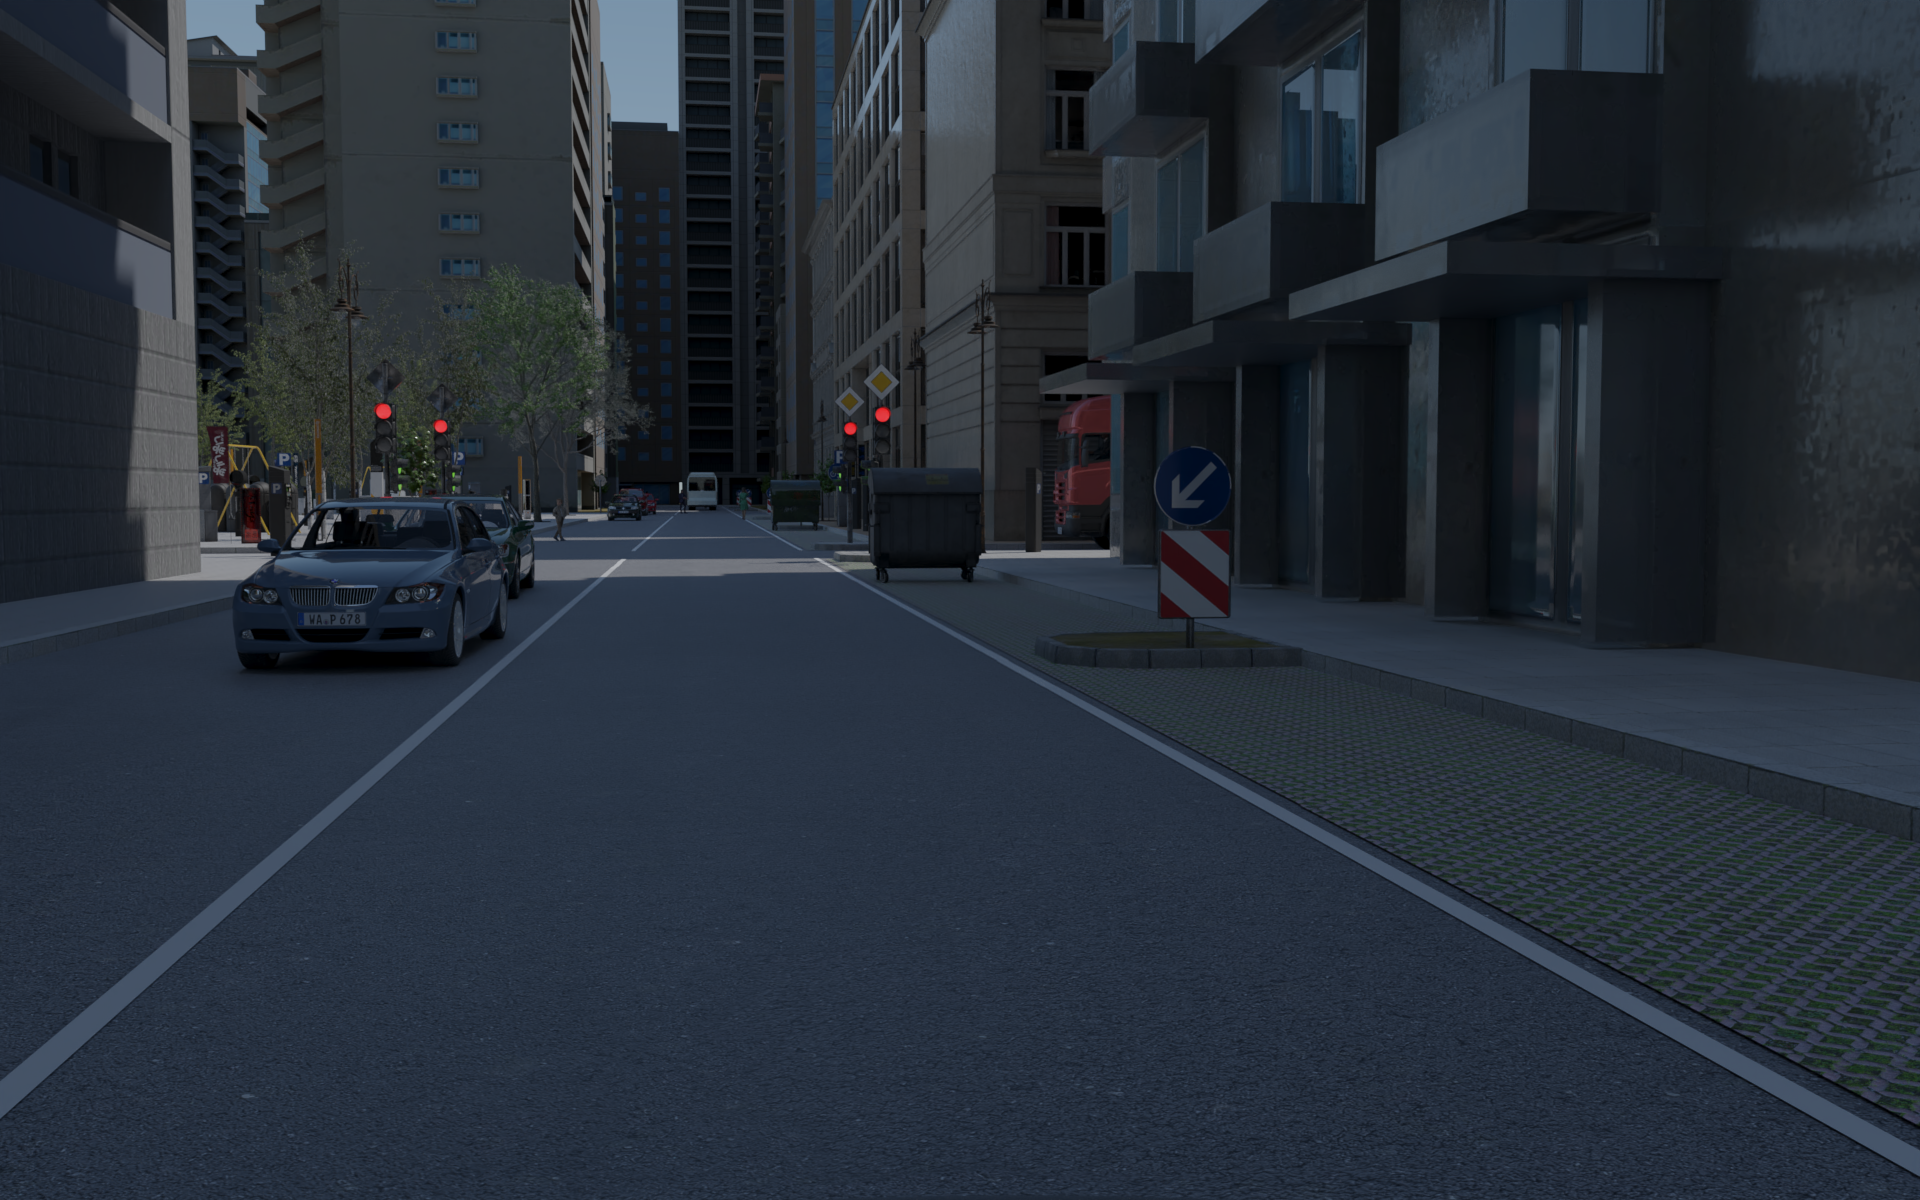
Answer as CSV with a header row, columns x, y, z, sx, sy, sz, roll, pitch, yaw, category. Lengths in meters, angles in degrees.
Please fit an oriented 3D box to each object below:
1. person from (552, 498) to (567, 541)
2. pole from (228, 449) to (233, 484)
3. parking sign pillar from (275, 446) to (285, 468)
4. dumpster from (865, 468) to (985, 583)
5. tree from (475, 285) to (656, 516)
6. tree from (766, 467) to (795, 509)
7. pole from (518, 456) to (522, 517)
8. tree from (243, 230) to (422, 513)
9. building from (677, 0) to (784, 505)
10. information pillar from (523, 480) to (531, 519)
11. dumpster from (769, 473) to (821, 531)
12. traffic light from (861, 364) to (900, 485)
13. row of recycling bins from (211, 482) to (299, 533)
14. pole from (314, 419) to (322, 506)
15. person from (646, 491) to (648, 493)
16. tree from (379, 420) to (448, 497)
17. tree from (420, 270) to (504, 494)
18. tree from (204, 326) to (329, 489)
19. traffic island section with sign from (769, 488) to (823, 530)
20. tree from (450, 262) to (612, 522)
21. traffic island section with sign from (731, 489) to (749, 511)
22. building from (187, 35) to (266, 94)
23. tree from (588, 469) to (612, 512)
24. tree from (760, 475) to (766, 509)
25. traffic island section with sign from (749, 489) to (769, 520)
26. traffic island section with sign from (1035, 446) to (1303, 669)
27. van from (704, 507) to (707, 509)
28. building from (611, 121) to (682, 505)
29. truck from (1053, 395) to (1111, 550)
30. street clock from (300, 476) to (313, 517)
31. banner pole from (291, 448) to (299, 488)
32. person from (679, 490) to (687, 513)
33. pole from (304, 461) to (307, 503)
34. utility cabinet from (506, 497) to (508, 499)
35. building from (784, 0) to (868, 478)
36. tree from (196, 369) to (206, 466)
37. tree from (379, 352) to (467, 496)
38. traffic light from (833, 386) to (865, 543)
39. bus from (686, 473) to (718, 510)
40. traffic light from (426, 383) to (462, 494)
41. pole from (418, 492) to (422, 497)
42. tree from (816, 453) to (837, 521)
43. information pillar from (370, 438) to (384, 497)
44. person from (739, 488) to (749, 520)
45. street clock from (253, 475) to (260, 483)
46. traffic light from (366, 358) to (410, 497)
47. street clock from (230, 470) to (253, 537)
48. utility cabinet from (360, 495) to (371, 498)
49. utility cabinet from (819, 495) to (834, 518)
x,y,z,sx,sy,sz,roll,pitch,yaw,category
-12.203,-2.451,52.852,0.640,1.303,0.475,3,4,36,person
-33.135,-5.194,78.763,0.158,3.312,0.155,0,3,0,pole
-38.169,-6.650,97.198,1.447,3.967,1.447,-1,4,-12,parking sign pillar
-0.588,-1.227,28.272,1.865,1.857,1.264,0,4,-8,dumpster
-23.571,-11.769,102.800,12.009,13.543,11.850,0,3,0,tree
-12.289,-7.797,122.076,1.663,3.219,1.824,0,3,0,tree
-23.716,-6.089,93.403,0.158,3.312,0.155,0,3,0,pole
-17.967,-6.056,49.377,4.360,8.622,3.978,0,3,0,tree
-23.862,-47.337,212.219,20.611,71.187,20.563,-1,4,-9,building
-22.119,-5.136,88.462,0.304,2.012,0.304,-2,4,-33,information pillar
-6.440,-3.828,67.536,1.985,2.255,1.502,-1,4,-10,dumpster
-1.716,-2.967,37.438,0.839,4.253,0.868,-1,4,-9,traffic light
-23.821,-3.131,58.302,3.534,1.692,1.069,1,4,19,row of recycling bins
-17.509,-3.268,47.278,0.158,3.312,0.155,0,3,0,pole
-31.621,-10.177,175.583,0.721,1.739,1.217,1,4,11,person
-14.246,-3.114,45.515,1.663,3.219,1.824,0,3,0,tree
-16.883,-6.526,57.066,4.360,8.622,3.978,0,3,0,tree
-30.171,-7.737,76.856,4.737,8.622,4.395,0,3,0,tree
-6.582,-3.761,70.123,1.989,1.847,2.006,-1,4,-9,traffic island section with sign
-19.441,-9.355,78.711,9.928,11.665,9.643,0,3,0,tree
-18.046,-8.408,146.105,1.989,1.847,2.006,-1,4,-9,traffic island section with sign
-77.279,-37.939,209.533,27.495,52.752,28.713,-1,4,-9,building
-25.645,-7.934,124.318,1.663,3.219,1.824,0,3,0,tree
-16.597,-9.503,149.972,1.663,3.219,1.824,0,3,0,tree
-10.602,-5.391,96.778,1.989,1.847,2.006,-1,4,-9,traffic island section with sign
1.712,-0.395,15.094,1.989,1.847,2.006,-1,4,-9,traffic island section with sign
-26.124,-10.152,172.999,2.013,2.044,4.112,-1,4,-8,van
-40.681,-34.111,207.820,14.200,45.320,14.600,-1,4,-9,building
7.385,-3.328,43.332,11.283,4.237,2.839,0,4,-7,truck
-26.183,-3.966,69.422,0.471,2.002,0.358,1,4,22,street clock
-35.644,-6.286,92.786,0.401,3.779,0.863,1,4,9,banner pole
-20.383,-7.264,127.712,0.568,1.767,0.683,3,4,38,person
-39.954,-6.844,105.744,0.158,3.312,0.155,0,3,0,pole
-14.883,-2.723,55.686,0.306,1.237,1.020,1,4,12,utility cabinet
-5.939,-29.402,130.825,14.600,45.320,14.200,-1,4,-9,building
-43.189,-9.092,99.013,4.737,8.622,4.395,0,3,0,tree
-27.988,-8.525,89.751,4.737,8.622,4.395,0,3,0,tree
-2.906,-3.450,45.334,0.839,4.253,0.868,-1,4,-9,traffic light
-23.168,-9.839,155.721,2.948,3.499,13.247,-1,4,-8,bus
-13.051,-3.356,43.794,0.839,4.253,0.868,-1,4,-9,traffic light
-20.585,-4.415,66.022,0.158,3.312,0.155,0,3,0,pole
-6.084,-5.313,81.463,1.663,3.219,1.824,0,3,0,tree
-22.219,-4.568,66.042,0.504,3.616,0.183,1,4,9,information pillar
-12.059,-5.369,96.530,0.600,1.795,0.529,0,4,0,person
-27.006,-3.770,66.211,0.358,2.002,0.471,3,4,37,street clock
-11.860,-2.873,35.898,0.839,4.253,0.868,-1,4,-9,traffic light
-21.717,-2.911,52.168,0.471,2.002,0.358,1,4,9,street clock
-26.220,-4.043,77.266,1.020,1.237,0.306,1,4,9,utility cabinet
-7.325,-5.047,93.687,1.020,1.237,0.306,-2,4,-31,utility cabinet
